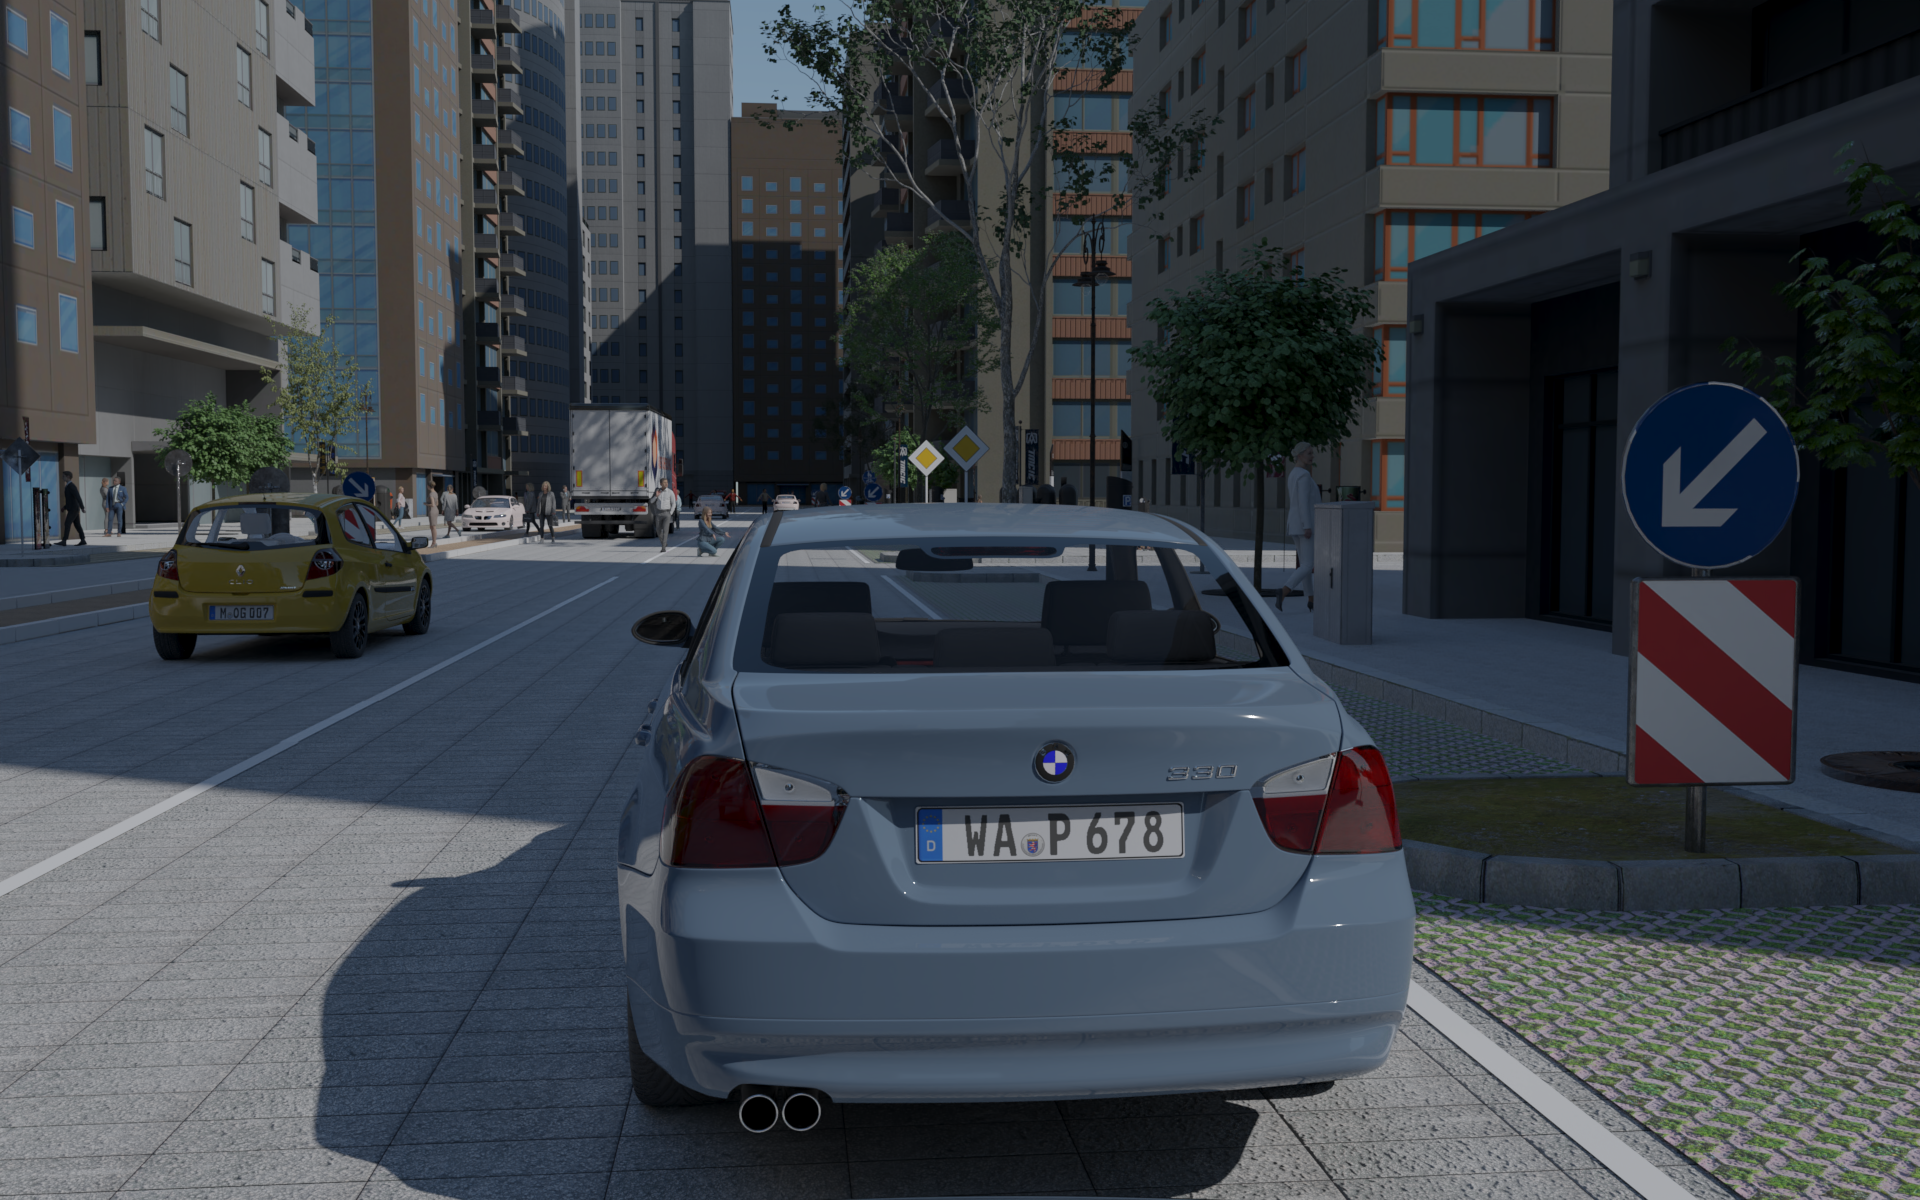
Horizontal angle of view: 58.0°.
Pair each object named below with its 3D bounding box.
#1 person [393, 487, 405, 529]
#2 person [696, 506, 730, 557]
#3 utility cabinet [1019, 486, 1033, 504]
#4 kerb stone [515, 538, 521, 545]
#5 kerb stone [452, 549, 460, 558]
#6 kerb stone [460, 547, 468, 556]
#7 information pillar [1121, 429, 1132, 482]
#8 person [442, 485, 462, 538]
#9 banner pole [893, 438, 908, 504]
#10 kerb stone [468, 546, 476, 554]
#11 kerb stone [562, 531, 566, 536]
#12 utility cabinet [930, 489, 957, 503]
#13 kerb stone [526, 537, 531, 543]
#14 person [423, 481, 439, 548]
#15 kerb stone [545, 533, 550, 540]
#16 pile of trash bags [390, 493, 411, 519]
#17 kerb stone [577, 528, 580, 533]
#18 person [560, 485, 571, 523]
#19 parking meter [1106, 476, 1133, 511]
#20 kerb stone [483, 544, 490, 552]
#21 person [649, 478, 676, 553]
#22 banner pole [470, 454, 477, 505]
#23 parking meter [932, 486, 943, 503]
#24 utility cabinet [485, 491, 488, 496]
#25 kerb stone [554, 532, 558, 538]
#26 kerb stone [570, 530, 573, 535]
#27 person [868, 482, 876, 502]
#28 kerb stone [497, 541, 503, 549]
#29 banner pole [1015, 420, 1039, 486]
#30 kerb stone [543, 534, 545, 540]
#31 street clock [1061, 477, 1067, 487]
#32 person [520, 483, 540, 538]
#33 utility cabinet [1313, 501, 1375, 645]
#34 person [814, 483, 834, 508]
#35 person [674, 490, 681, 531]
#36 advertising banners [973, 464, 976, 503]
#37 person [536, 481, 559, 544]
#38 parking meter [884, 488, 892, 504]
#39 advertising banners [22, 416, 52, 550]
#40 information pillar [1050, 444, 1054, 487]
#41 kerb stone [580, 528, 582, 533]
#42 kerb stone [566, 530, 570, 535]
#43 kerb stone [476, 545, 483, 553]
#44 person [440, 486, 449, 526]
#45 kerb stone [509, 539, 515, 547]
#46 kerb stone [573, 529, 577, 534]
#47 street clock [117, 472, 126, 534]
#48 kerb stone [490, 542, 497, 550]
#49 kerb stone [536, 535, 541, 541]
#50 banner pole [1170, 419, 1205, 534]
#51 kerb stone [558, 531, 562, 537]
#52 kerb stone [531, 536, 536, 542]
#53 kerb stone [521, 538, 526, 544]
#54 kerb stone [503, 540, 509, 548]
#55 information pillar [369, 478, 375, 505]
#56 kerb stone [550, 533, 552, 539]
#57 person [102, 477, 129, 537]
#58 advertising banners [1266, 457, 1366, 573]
[{"bbox_3d":[-23.035,-3.781,70.985,0.598,1.740,0.731,-2,4,-30],"label":"person"},{"bbox_3d":[-5.615,-1.561,39.520,0.738,1.151,1.012,2,4,25],"label":"person"},{"bbox_3d":[1.878,-2.473,49.108,0.318,1.500,1.173,0,4,-2],"label":"utility cabinet"},{"bbox_3d":[-12.474,-1.599,48.366,0.120,0.150,1.000,0,4,-6],"label":"kerb stone"},{"bbox_3d":[-11.525,-1.033,39.178,0.120,0.150,1.000,0,4,-6],"label":"kerb stone"},{"bbox_3d":[-11.627,-1.098,40.200,0.120,0.150,1.000,0,4,-6],"label":"kerb stone"},{"bbox_3d":[6.032,-4.379,62.952,0.504,3.616,0.183,-2,4,-34],"label":"information pillar"},{"bbox_3d":[-16.461,-2.866,56.115,0.760,1.731,0.466,1,4,15],"label":"person"},{"bbox_3d":[-2.683,-5.312,76.872,0.863,3.779,0.401,-2,4,-23],"label":"banner pole"},{"bbox_3d":[-11.731,-1.164,41.219,0.120,0.150,1.000,0,4,-6],"label":"kerb stone"},{"bbox_3d":[-13.532,-2.220,58.552,0.120,0.150,1.000,0,4,-6],"label":"kerb stone"},{"bbox_3d":[-0.748,-4.136,76.308,1.173,1.500,0.318,-1,4,-22],"label":"utility cabinet"},{"bbox_3d":[-12.688,-1.725,50.404,0.120,0.150,1.000,0,4,-6],"label":"kerb stone"},{"bbox_3d":[-13.911,-2.246,45.562,0.374,1.781,0.599,0,4,-4],"label":"person"},{"bbox_3d":[-13.110,-1.969,54.478,0.120,0.150,1.000,0,4,-6],"label":"kerb stone"},{"bbox_3d":[-29.481,-4.880,89.534,1.912,1.369,3.447,-1,4,-22],"label":"pile of trash bags"},{"bbox_3d":[-13.950,-2.473,62.625,0.120,0.150,1.000,0,4,-6],"label":"kerb stone"},{"bbox_3d":[-19.078,-4.636,84.106,0.447,1.846,0.655,3,5,40],"label":"person"},{"bbox_3d":[2.258,-0.989,24.578,0.372,1.533,0.369,0,3,0],"label":"parking meter"},{"bbox_3d":[-11.948,-1.286,43.264,0.120,0.150,1.000,0,4,-6],"label":"kerb stone"},{"bbox_3d":[-7.339,-2.083,42.665,0.679,1.850,0.850,0,4,4],"label":"person"},{"bbox_3d":[-30.639,-7.283,109.094,0.401,3.779,0.863,1,4,19],"label":"banner pole"},{"bbox_3d":[-0.706,-2.811,54.364,0.372,1.533,0.369,0,3,0],"label":"parking meter"},{"bbox_3d":[-27.821,-5.650,101.059,0.318,1.500,1.173,0,4,-2],"label":"utility cabinet"},{"bbox_3d":[-13.326,-2.099,56.511,0.120,0.150,1.000,0,4,-6],"label":"kerb stone"},{"bbox_3d":[-13.745,-2.348,60.587,0.120,0.150,1.000,0,4,-6],"label":"kerb stone"},{"bbox_3d":[-3.422,-3.702,68.383,0.474,1.900,0.648,-3,4,-38],"label":"person"},{"bbox_3d":[-12.157,-1.414,45.308,0.120,0.150,1.000,0,4,-6],"label":"kerb stone"},{"bbox_3d":[2.273,-4.201,58.707,0.863,3.779,0.401,0,4,8],"label":"banner pole"},{"bbox_3d":[-13.010,-1.912,53.461,0.120,0.150,1.000,0,4,-6],"label":"kerb stone"},{"bbox_3d":[4.365,-4.172,72.786,0.358,2.002,0.471,0,4,7],"label":"street clock"},{"bbox_3d":[-13.964,-2.919,56.414,0.728,1.800,0.709,-1,4,-12],"label":"person"},{"bbox_3d":[3.352,-0.247,15.206,0.306,1.237,1.020,0,4,-1],"label":"utility cabinet"},{"bbox_3d":[-4.389,-3.057,58.694,0.699,1.804,1.509,-3,5,-40],"label":"person"},{"bbox_3d":[-11.074,-3.515,67.785,0.330,1.601,0.589,1,4,10],"label":"person"},{"bbox_3d":[0.493,-3.847,59.090,0.090,3.025,2.074,0,4,2],"label":"advertising banners"},{"bbox_3d":[-11.845,-2.522,49.915,0.709,1.800,0.728,1,4,15],"label":"person"},{"bbox_3d":[-3.143,-4.110,75.603,0.372,1.533,0.369,0,3,0],"label":"parking meter"},{"bbox_3d":[-21.270,-2.673,39.887,0.090,3.025,2.074,-1,4,-15],"label":"advertising banners"},{"bbox_3d":[4.285,-5.480,80.946,0.183,3.616,0.504,1,4,16],"label":"information pillar"},{"bbox_3d":[-14.060,-2.535,63.646,0.120,0.150,1.000,0,4,-6],"label":"kerb stone"},{"bbox_3d":[-13.637,-2.286,59.569,0.120,0.150,1.000,0,4,-6],"label":"kerb stone"},{"bbox_3d":[-11.845,-1.226,42.243,0.120,0.150,1.000,0,4,-6],"label":"kerb stone"},{"bbox_3d":[-23.108,-4.256,78.180,0.391,1.810,0.635,3,4,37],"label":"person"},{"bbox_3d":[-12.370,-1.538,47.349,0.120,0.150,1.000,0,4,-6],"label":"kerb stone"},{"bbox_3d":[-13.851,-2.406,61.604,0.120,0.150,1.000,0,4,-6],"label":"kerb stone"},{"bbox_3d":[-27.163,-3.153,56.127,0.358,2.002,0.471,-2,4,-28],"label":"street clock"},{"bbox_3d":[-12.051,-1.351,44.285,0.120,0.150,1.000,0,4,-6],"label":"kerb stone"},{"bbox_3d":[-12.897,-1.845,52.438,0.120,0.150,1.000,0,4,-6],"label":"kerb stone"},{"bbox_3d":[3.710,-2.307,27.734,0.863,3.779,0.401,-2,4,-30],"label":"banner pole"},{"bbox_3d":[-13.427,-2.157,57.529,0.120,0.150,1.000,0,4,-6],"label":"kerb stone"},{"bbox_3d":[-12.789,-1.781,51.421,0.120,0.150,1.000,0,4,-6],"label":"kerb stone"},{"bbox_3d":[-12.586,-1.662,49.382,0.120,0.150,1.000,0,4,-6],"label":"kerb stone"},{"bbox_3d":[-12.262,-1.476,46.325,0.120,0.150,1.000,0,4,-6],"label":"kerb stone"},{"bbox_3d":[-26.104,-4.423,76.808,0.304,2.012,0.304,-1,4,-17],"label":"information pillar"},{"bbox_3d":[-13.214,-2.037,55.495,0.120,0.150,1.000,0,4,-6],"label":"kerb stone"},{"bbox_3d":[-25.274,-2.789,51.832,0.721,1.800,0.419,-1,4,-14],"label":"person"},{"bbox_3d":[5.671,-1.945,27.984,0.090,3.025,2.074,-3,5,-42],"label":"advertising banners"}]
